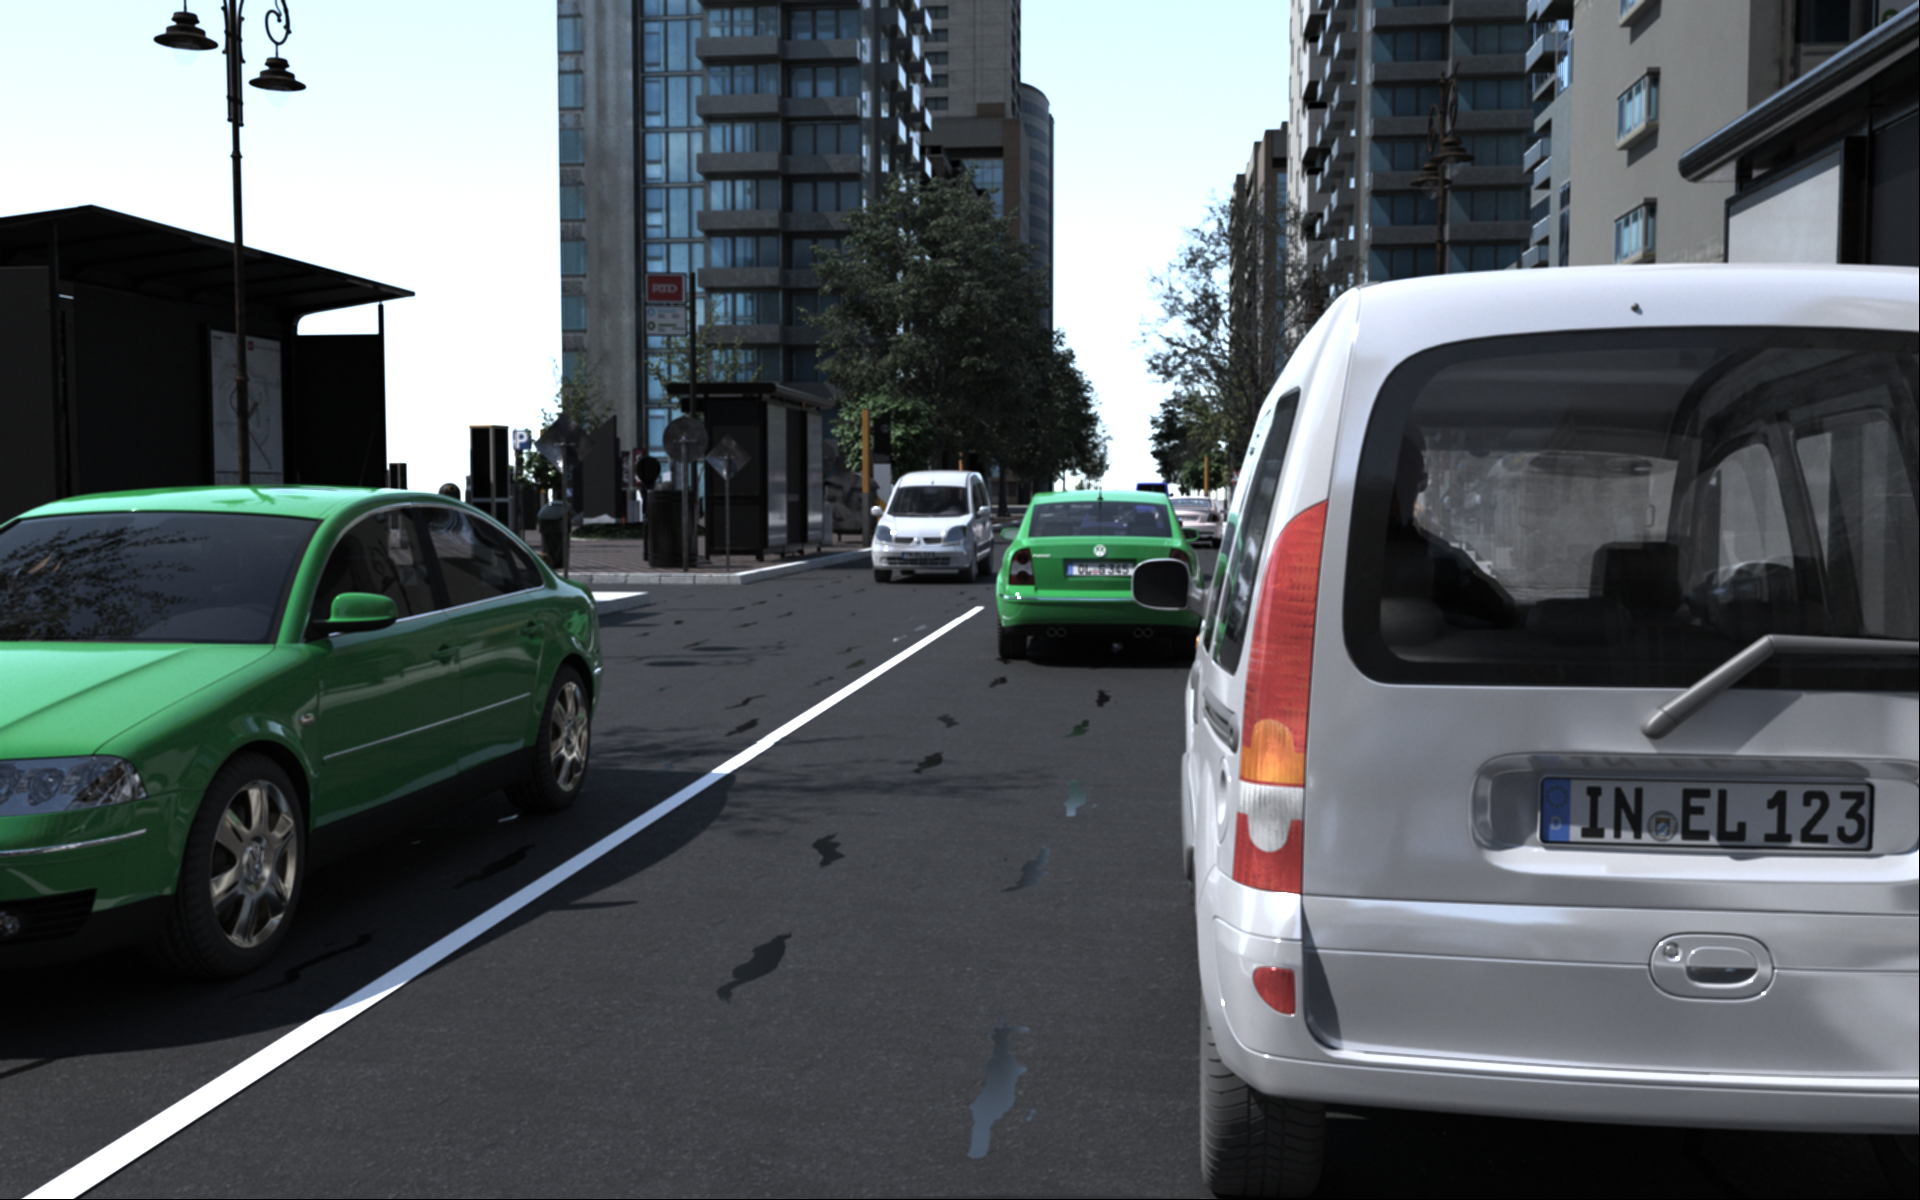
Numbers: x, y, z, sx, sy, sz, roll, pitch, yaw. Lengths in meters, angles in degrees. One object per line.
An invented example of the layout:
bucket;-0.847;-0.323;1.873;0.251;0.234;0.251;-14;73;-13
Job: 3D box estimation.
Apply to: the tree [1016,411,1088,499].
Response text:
tree;4.710;-9.767;110.050;4.737;8.622;4.395;0;3;0

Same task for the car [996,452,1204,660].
car;1.328;-0.467;16.427;1.959;1.807;4.718;0;4;5

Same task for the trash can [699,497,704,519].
trash can;-13.811;-4.854;91.018;0.748;1.137;0.748;0;3;0

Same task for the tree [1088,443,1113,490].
tree;14.612;-15.212;199.072;4.737;8.622;4.395;0;3;0

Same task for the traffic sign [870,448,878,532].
traffic sign;-2.324;-2.924;47.915;0.768;2.556;0.104;1;4;12

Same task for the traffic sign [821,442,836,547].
traffic sign;-3.385;-2.555;41.883;0.768;2.556;0.104;1;4;10

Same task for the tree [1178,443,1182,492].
tree;23.569;-13.152;165.396;4.360;8.622;3.978;0;3;0

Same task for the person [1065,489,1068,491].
person;6.674;-6.003;107.439;1.217;1.735;0.721;-2;4;-29

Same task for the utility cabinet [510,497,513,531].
utility cabinet;-10.792;-1.809;40.731;0.306;1.237;1.020;-2;4;-31

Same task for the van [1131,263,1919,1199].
van;1.473;0.135;4.808;2.013;2.044;4.112;0;4;7

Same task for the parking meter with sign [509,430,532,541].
parking meter with sign;-12.070;-3.050;46.134;0.543;3.016;1.738;1;4;15

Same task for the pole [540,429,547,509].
pole;-13.004;-3.686;54.102;0.158;3.312;0.155;0;3;0

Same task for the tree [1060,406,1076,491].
tree;9.517;-15.251;159.717;12.009;13.543;11.850;0;3;0

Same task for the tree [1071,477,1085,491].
tree;13.361;-12.021;191.142;1.663;3.219;1.824;0;3;0

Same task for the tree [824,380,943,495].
tree;-2.124;-4.061;50.113;4.285;4.588;4.351;0;3;0

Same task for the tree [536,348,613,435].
tree;-19.630;-8.414;87.929;4.737;8.622;4.395;0;3;0

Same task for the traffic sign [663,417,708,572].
traffic sign;-4.533;-1.739;28.536;0.768;2.556;0.104;0;4;8

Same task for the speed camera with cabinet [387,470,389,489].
speed camera with cabinet;-20.709;-4.062;60.754;0.660;3.252;2.038;1;4;9

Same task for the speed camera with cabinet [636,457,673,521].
speed camera with cabinet;-12.407;-4.728;71.643;0.660;3.252;2.038;3;5;41

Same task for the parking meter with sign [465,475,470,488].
parking meter with sign;-19.599;-4.515;70.075;1.738;3.016;0.543;1;4;18

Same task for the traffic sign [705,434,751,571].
traffic sign;-3.892;-1.551;29.009;0.795;2.450;0.064;0;4;7

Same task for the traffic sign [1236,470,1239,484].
traffic sign;14.998;-5.680;92.979;0.768;2.556;0.104;0;4;8

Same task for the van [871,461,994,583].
van;-0.413;-1.369;29.391;2.013;2.044;4.112;0;4;7

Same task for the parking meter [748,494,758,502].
parking meter;-7.137;-3.143;59.794;0.372;1.533;0.369;0;3;0

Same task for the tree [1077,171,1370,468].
tree;11.450;-9.515;65.934;12.009;13.543;11.850;0;3;0

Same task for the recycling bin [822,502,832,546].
recycling bin;-3.637;-1.843;42.694;0.722;1.027;0.722;3;4;37

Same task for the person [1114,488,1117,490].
person;10.397;-6.543;115.607;1.348;1.807;0.705;-1;4;-13

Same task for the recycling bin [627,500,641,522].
recycling bin;-12.946;-3.398;68.115;0.722;1.027;0.722;-1;4;-13

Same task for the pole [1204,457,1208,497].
pole;13.417;-6.147;94.343;0.158;3.312;0.155;0;3;0

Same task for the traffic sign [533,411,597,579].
traffic sign;-4.803;-1.066;21.076;0.795;2.450;0.064;0;4;7

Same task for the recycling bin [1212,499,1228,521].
recycling bin;12.251;-4.215;81.477;0.722;1.027;0.722;2;4;32

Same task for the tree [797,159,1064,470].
tree;-1.003;-9.715;65.497;9.857;13.997;8.962;0;3;0

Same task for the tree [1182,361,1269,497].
tree;14.465;-8.533;89.882;4.360;8.622;3.978;0;3;0

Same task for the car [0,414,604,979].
car;-2.800;0.134;6.601;1.959;1.807;4.718;0;4;7

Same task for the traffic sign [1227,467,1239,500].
traffic sign;12.721;-4.941;80.790;0.884;2.594;0.081;1;4;9

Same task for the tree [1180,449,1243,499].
tree;16.631;-7.884;112.612;4.285;4.588;4.351;0;3;0

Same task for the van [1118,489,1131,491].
van;21.039;-13.346;222.584;2.240;2.365;5.245;0;4;8

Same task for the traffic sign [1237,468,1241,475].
traffic sign;14.026;-5.300;86.660;0.884;2.594;0.081;1;4;14

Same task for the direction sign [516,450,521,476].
direction sign;-21.353;-5.623;83.933;0.379;3.537;0.876;0;4;6

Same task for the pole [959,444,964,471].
pole;0.072;-4.697;70.637;0.158;3.312;0.155;0;3;0

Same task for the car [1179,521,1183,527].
car;2.903;-1.076;30.173;1.945;1.354;3.894;0;4;6

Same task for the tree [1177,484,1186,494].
tree;31.291;-15.173;242.681;1.663;3.219;1.824;0;3;0

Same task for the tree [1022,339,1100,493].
tree;5.299;-12.401;120.878;7.486;12.596;7.792;0;3;0

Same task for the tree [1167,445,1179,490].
tree;24.644;-14.384;185.547;4.360;8.622;3.978;0;3;0

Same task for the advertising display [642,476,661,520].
advertising display;-10.697;-3.361;60.166;0.123;1.923;0.974;2;4;25

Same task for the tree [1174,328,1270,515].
tree;11.522;-7.641;75.288;4.737;8.622;4.395;0;3;0

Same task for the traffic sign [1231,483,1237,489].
traffic sign;15.451;-5.934;97.127;0.768;2.556;0.104;0;4;7

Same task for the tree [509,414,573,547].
tree;-10.043;-2.912;42.207;1.663;3.219;1.824;0;3;0

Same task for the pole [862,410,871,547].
pole;-2.266;-2.940;41.906;0.158;3.312;0.155;0;3;0

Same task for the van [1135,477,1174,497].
van;10.266;-5.385;92.424;2.240;2.365;5.245;0;4;7

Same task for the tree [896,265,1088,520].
tree;1.181;-10.289;85.225;9.611;12.733;9.660;0;3;0

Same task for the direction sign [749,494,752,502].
direction sign;-5.036;-3.039;41.677;0.379;3.537;0.876;1;4;8

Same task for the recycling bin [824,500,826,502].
recycling bin;-5.862;-3.719;73.359;0.722;1.027;0.722;0;4;-6

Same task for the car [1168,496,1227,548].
car;6.272;-2.152;47.550;2.083;1.381;4.827;0;4;8

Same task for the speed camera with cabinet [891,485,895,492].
speed camera with cabinet;-2.287;-4.905;74.531;0.660;3.252;2.038;3;5;45
